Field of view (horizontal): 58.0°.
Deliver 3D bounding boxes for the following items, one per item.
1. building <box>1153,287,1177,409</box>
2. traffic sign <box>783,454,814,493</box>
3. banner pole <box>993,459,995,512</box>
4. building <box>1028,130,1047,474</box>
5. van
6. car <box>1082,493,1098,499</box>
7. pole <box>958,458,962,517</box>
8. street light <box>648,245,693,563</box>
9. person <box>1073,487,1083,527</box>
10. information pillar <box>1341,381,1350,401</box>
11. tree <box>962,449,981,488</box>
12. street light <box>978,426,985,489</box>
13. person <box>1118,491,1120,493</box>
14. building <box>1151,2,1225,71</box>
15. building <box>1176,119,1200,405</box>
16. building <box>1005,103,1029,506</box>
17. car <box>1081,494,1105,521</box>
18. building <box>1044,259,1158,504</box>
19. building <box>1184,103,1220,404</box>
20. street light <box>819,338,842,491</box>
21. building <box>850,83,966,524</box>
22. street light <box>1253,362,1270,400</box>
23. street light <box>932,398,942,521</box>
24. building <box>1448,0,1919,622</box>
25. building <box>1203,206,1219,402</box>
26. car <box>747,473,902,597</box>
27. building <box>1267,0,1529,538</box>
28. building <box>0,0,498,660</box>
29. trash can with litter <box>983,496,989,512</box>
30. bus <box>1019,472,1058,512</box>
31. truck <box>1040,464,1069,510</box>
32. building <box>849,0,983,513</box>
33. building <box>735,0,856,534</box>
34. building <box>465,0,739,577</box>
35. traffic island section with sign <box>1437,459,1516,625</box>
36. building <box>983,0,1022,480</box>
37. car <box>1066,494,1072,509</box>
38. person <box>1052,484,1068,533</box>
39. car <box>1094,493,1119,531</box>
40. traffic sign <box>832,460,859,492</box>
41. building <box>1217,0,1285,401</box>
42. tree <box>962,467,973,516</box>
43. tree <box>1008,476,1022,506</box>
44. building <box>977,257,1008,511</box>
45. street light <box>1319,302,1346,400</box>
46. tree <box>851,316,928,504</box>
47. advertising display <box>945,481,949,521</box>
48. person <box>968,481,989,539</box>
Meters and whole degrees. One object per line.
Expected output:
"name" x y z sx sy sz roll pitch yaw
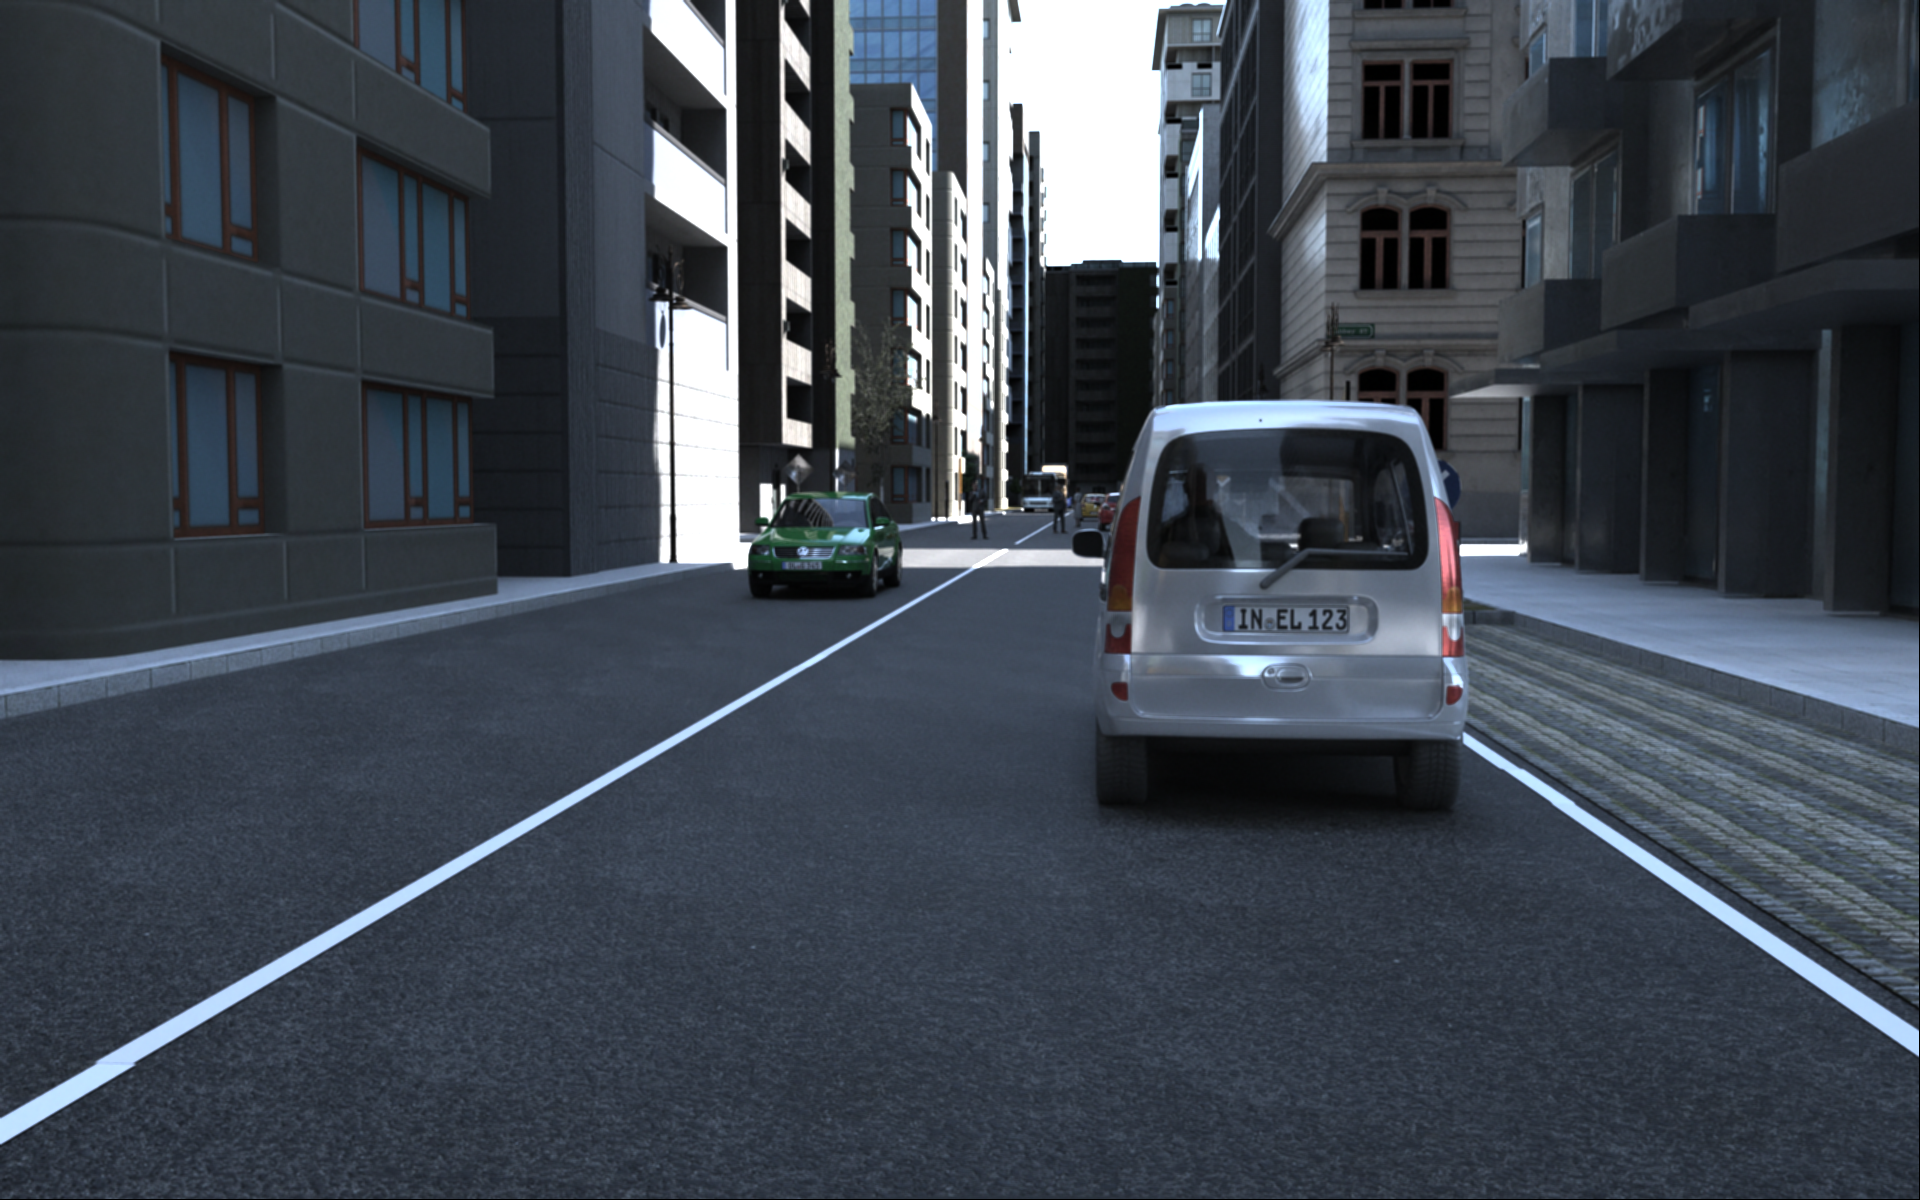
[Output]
"building" 31.883 -19.130 157.820 27.650 21.520 28.899 0 4 5
"traffic sign" -4.045 -2.429 43.355 0.795 2.450 0.064 0 4 5
"banner pole" 2.416 -8.096 122.389 0.401 3.779 0.863 0 4 -1
"building" 0.072 -36.546 221.229 21.600 48.544 21.300 0 4 5
"van" 1.583 -0.140 9.294 2.013 2.044 4.112 0 4 6
"car" 11.139 -8.236 143.699 2.155 1.783 4.494 0 4 4
"pole" 0.005 -6.305 96.937 0.158 3.312 0.155 0 3 0
"street light" -5.384 -3.644 32.364 0.468 5.910 1.993 0 4 5
"person" 5.057 -4.042 75.157 0.524 1.755 0.480 3 5 44
"information pillar" 7.998 -2.732 36.022 0.183 3.616 0.504 0 4 -1
"tree" -0.276 -7.591 107.820 4.285 4.588 4.351 0 3 0
"street light" 1.460 -8.731 115.542 0.468 5.910 1.993 0 4 5
"person" 14.485 -9.034 156.940 1.217 1.736 0.721 -2 4 -32
"building" 35.069 -36.444 185.096 28.713 52.752 27.495 0 4 5
"building" 24.070 -22.301 136.326 14.160 30.474 14.107 0 4 5
"building" 0.303 -33.347 195.337 14.200 45.320 14.600 0 4 5
"car" 7.247 -5.058 92.917 2.015 1.641 3.980 0 4 4
"building" 17.509 -27.173 215.987 14.107 30.474 14.160 0 4 5
"building" 21.402 -18.138 114.576 12.078 24.808 19.932 0 4 5
"street light" -3.836 -4.816 51.522 0.468 5.910 1.993 0 4 5
"building" -14.626 -14.897 88.608 27.650 21.520 28.899 0 4 5
"street light" 10.528 -5.375 60.672 0.468 5.910 1.993 0 4 5
"street light" -1.132 -6.758 83.278 0.468 5.910 1.993 0 4 5
"building" 20.011 -24.540 20.833 23.786 49.044 30.456 0 4 5
"building" 19.222 -14.766 96.176 10.420 20.320 16.860 0 4 5
"car" -1.923 -1.022 25.500 1.959 1.807 4.718 0 4 5
"building" 22.092 -16.371 55.064 23.554 28.519 14.401 0 4 5
"building" -20.895 -9.987 8.331 27.650 21.520 28.899 0 4 5
"trash can with litter" 1.777 -6.962 125.212 0.624 1.170 1.055 0 4 6
"bus" 6.499 -8.878 140.021 2.948 3.499 13.247 0 4 4
"truck" 8.796 -10.589 162.050 2.839 4.237 11.283 0 4 4
"building" -5.849 -28.541 116.757 14.600 45.320 14.200 0 4 5
"building" -11.528 -17.543 58.535 14.160 30.474 14.107 0 4 5
"building" -19.379 -30.130 34.622 28.212 58.520 21.231 0 4 5
"traffic island section with sign" 5.135 -0.685 19.836 1.989 1.847 2.006 0 4 5
"building" -8.858 -35.467 169.126 28.713 52.752 27.495 0 4 5
"car" 10.218 -9.963 172.490 1.945 1.707 3.694 0 4 6
"person" 3.690 -3.357 63.558 0.590 1.801 0.661 3 5 45
"car" 6.377 -3.629 68.375 2.155 1.783 4.494 0 4 3
"traffic sign" -3.391 -2.916 51.314 0.795 2.450 0.064 0 4 5
"building" 18.979 -17.211 74.902 14.314 27.812 24.014 0 4 5
"tree" -0.053 -6.677 103.765 1.663 3.219 1.824 0 3 0
"tree" 6.296 -11.799 187.517 1.663 3.219 1.824 0 3 0
"building" -10.671 -18.162 141.989 27.650 21.520 28.899 0 4 5
"street light" 8.977 -4.225 41.867 0.468 5.910 1.993 0 4 5
"tree" -3.442 -7.383 71.070 4.360 8.622 3.978 0 3 0
"advertising display" -0.640 -4.788 83.490 0.123 1.923 0.974 0 4 -4
"person" 0.596 -2.868 55.199 0.655 1.846 0.447 0 4 3
